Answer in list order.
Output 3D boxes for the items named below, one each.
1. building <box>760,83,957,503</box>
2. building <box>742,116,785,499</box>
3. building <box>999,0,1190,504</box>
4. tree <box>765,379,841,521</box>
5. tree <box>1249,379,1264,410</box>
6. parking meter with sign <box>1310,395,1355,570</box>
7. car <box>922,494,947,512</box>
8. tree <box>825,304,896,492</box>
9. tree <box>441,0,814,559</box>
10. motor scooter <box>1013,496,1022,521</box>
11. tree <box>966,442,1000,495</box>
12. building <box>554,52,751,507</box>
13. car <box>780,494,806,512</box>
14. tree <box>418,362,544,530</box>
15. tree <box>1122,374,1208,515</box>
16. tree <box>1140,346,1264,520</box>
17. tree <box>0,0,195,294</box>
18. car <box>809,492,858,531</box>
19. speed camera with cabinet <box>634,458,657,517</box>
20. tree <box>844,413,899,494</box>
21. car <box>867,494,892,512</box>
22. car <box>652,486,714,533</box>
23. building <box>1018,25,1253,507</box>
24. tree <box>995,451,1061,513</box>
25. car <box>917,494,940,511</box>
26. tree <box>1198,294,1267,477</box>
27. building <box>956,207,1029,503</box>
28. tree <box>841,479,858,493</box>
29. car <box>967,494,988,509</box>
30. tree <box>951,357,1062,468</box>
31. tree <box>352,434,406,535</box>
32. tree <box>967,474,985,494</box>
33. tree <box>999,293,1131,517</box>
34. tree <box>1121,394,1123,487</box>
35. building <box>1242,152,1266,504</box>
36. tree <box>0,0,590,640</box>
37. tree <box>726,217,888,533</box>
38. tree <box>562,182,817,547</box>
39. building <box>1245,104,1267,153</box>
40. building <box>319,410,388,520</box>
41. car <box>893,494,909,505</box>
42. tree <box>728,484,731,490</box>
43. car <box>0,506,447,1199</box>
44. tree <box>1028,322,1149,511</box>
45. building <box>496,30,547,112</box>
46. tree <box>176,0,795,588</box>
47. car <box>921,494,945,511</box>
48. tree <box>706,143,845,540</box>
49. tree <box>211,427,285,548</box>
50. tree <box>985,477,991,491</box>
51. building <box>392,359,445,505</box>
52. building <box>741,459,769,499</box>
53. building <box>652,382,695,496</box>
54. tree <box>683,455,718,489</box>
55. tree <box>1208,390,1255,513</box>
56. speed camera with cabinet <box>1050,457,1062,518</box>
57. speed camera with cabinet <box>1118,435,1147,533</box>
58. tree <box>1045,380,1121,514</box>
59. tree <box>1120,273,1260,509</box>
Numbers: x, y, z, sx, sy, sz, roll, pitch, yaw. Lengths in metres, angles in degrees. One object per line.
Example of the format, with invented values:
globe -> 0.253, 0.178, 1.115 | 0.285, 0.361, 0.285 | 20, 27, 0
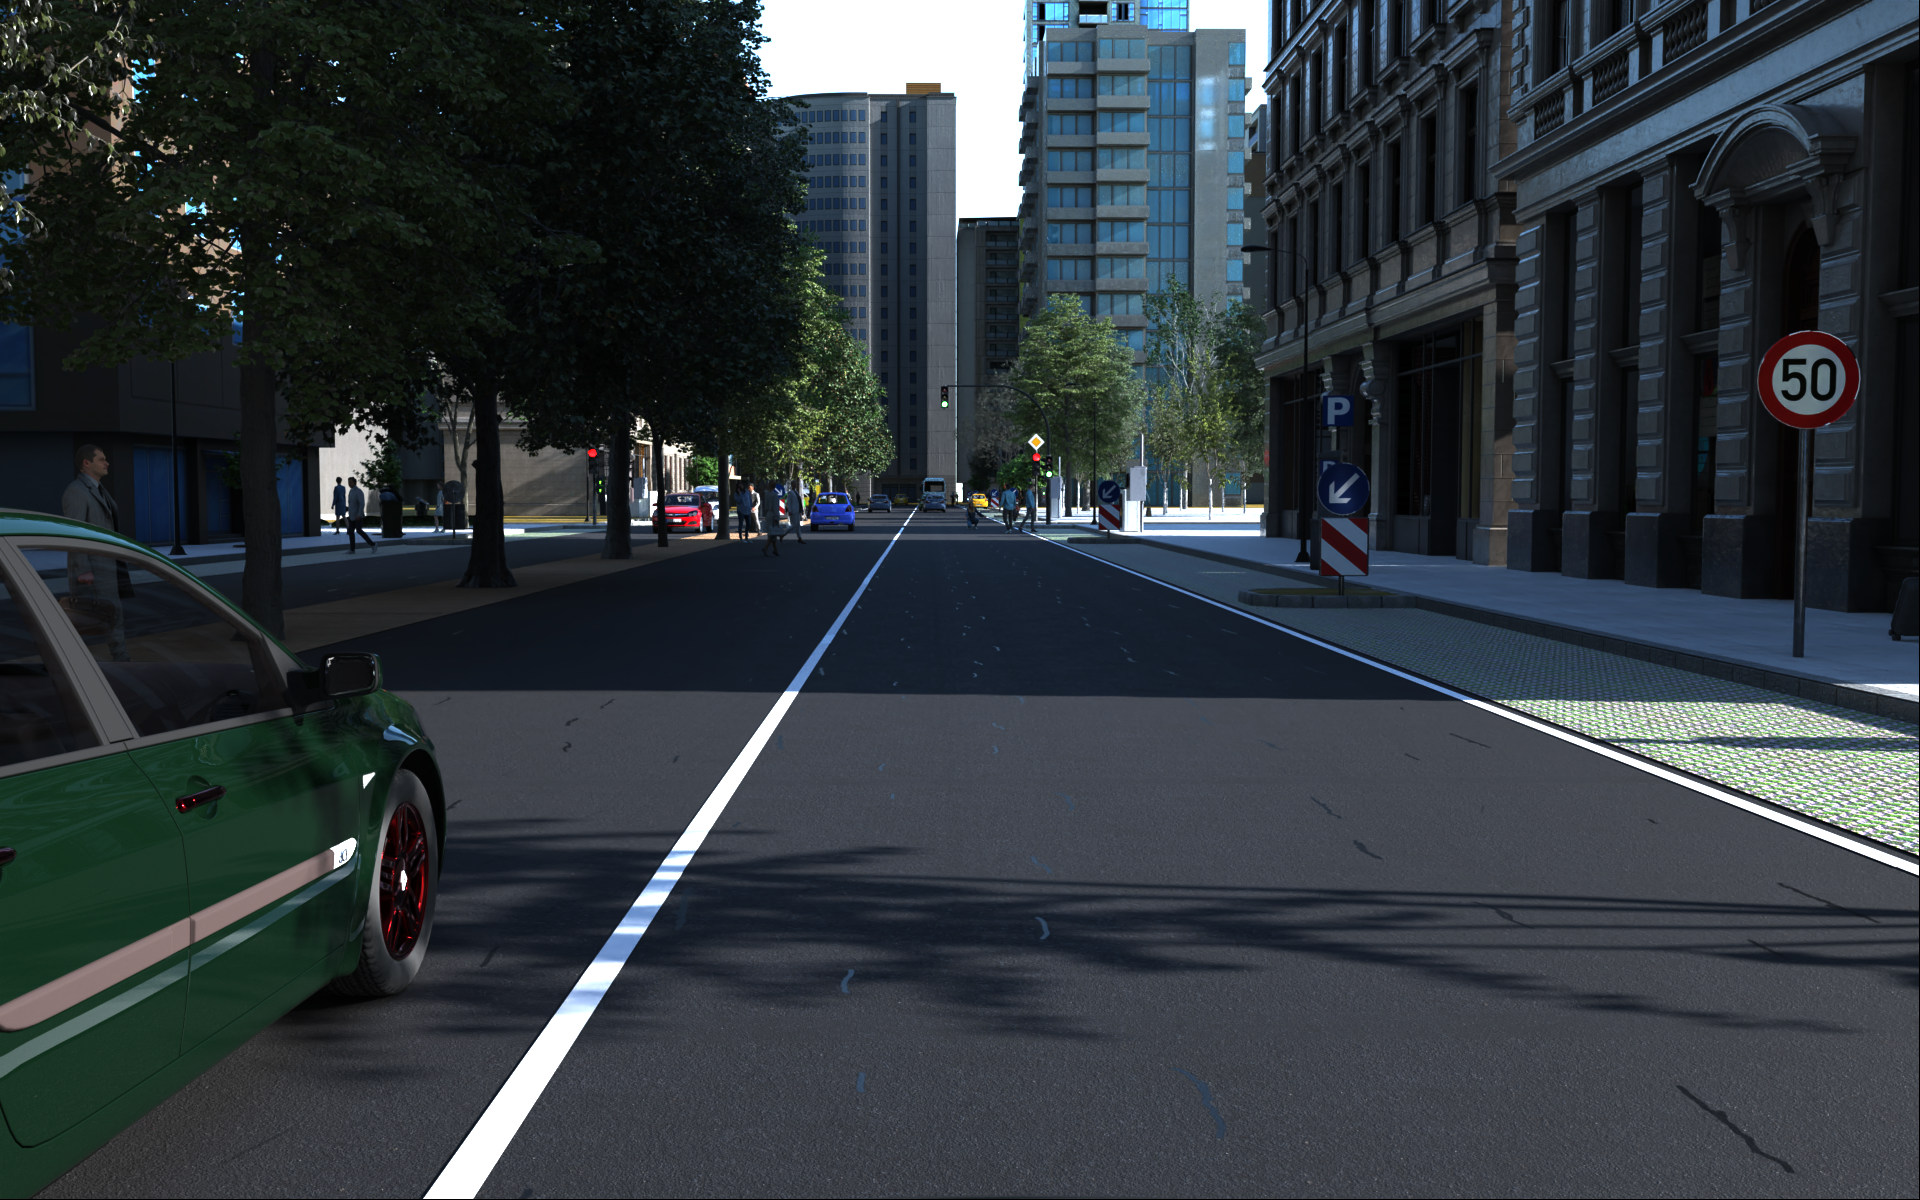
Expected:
building -> -14.751, -43.371, 251.119 | 28.212, 58.520, 21.231 | 0, 4, -1
building -> -33.265, -36.313, 217.426 | 21.600, 48.544, 21.300 | 0, 4, -1
building -> 16.570, -54.995, 211.834 | 22.319, 86.520, 31.000 | 0, 4, -1
tree -> -8.154, -7.936, 82.573 | 4.737, 8.622, 4.395 | 0, 3, 0
tree -> 25.662, -12.731, 133.910 | 9.928, 11.665, 9.643 | 0, 3, 0
parking meter with sign -> 6.398, -2.058, 29.906 | 0.543, 3.016, 1.738 | 1, 4, 21
car -> -1.991, -7.593, 136.144 | 2.014, 1.417, 4.499 | 0, 4, -1
tree -> -8.450, -10.490, 90.979 | 9.611, 12.733, 9.660 | 0, 3, 0
tree -> -7.549, -7.870, 37.786 | 9.857, 13.997, 8.962 | 0, 3, 0
motor scooter -> 2.884, -4.812, 91.449 | 0.815, 1.314, 1.986 | 0, 4, 0
tree -> 2.998, -16.443, 219.210 | 4.360, 8.622, 3.978 | 0, 3, 0
building -> -32.007, -31.441, 168.686 | 22.147, 44.769, 28.867 | 0, 4, -1
car -> -13.564, -8.059, 140.560 | 1.959, 1.807, 4.718 | 0, 4, 0
tree -> -18.015, -8.356, 62.380 | 9.928, 11.665, 9.643 | 0, 3, 0
tree -> 12.706, -9.587, 107.113 | 4.360, 8.622, 3.978 | 0, 3, 0
tree -> 12.209, -8.249, 85.226 | 4.737, 8.622, 4.395 | 0, 3, 0
tree -> -7.197, -3.560, 11.032 | 4.360, 8.622, 3.978 | 0, 3, 0
car -> -4.985, -3.569, 67.946 | 1.945, 1.707, 3.694 | 0, 4, -3
speed camera with cabinet -> -17.550, -6.256, 96.629 | 0.660, 3.252, 2.038 | 1, 4, 13
tree -> -9.039, -12.287, 137.759 | 8.767, 10.594, 7.601 | 0, 4, -1
car -> -6.331, -7.608, 136.395 | 2.014, 1.417, 4.499 | 0, 4, -1
car -> -10.301, -3.390, 64.462 | 2.155, 1.783, 4.494 | 0, 3, 0
building -> 17.635, -34.417, 182.322 | 23.786, 49.044, 30.456 | 0, 4, -1
tree -> 5.240, -8.292, 119.293 | 4.285, 4.588, 4.351 | 0, 3, 0
car -> -2.642, -8.464, 150.187 | 2.131, 1.459, 4.920 | 0, 4, -1
tree -> 18.243, -11.682, 97.661 | 9.857, 13.997, 8.962 | 0, 3, 0
building -> 6.468, -34.536, 248.261 | 14.086, 41.232, 14.154 | 0, 4, -1
tree -> -9.309, -10.856, 130.319 | 4.737, 8.622, 4.395 | 0, 3, 0
car -> 1.701, -9.416, 164.173 | 2.015, 1.641, 3.980 | 0, 4, -2
tree -> 4.472, -14.899, 153.962 | 12.009, 13.543, 11.850 | 0, 3, 0
tree -> -17.878, -3.648, 54.244 | 1.663, 3.219, 1.824 | 0, 3, 0
tree -> 2.592, -15.258, 233.180 | 4.285, 4.588, 4.351 | 0, 3, 0
tree -> 5.876, -11.027, 98.424 | 7.486, 12.596, 7.792 | 0, 3, 0
tree -> 10.962, -10.460, 121.384 | 4.360, 8.622, 3.978 | 0, 3, 0
building -> 35.956, -35.004, 222.432 | 14.200, 45.320, 14.600 | 0, 4, -1
tree -> -6.918, -5.893, 16.930 | 7.486, 12.596, 7.792 | 0, 3, 0
tree -> -7.666, -8.311, 64.089 | 9.928, 11.665, 9.643 | 0, 3, 0
tree -> -7.985, -6.717, 46.695 | 8.767, 10.594, 7.601 | 0, 4, -1
building -> 56.495, -43.469, 252.721 | 28.212, 58.520, 21.231 | 0, 4, -1
building -> -46.326, -16.428, 87.671 | 30.058, 24.678, 14.314 | 0, 4, -1
car -> -7.460, -12.777, 219.125 | 2.015, 1.641, 3.980 | 0, 4, -3
tree -> -18.663, -8.668, 136.322 | 1.663, 3.219, 1.824 | 0, 3, 0
car -> -2.427, 0.370, 3.744 | 2.009, 1.686, 4.222 | 0, 4, 0
tree -> 9.448, -13.646, 129.767 | 9.857, 13.997, 8.962 | 0, 3, 0
building -> -59.016, -57.251, 248.722 | 31.000, 86.520, 22.319 | 0, 4, -1
tree -> -7.250, -6.540, 26.399 | 9.611, 12.733, 9.660 | 0, 3, 0
car -> -2.239, -8.245, 144.597 | 2.009, 1.686, 4.222 | 0, 4, 0
tree -> -7.525, -8.177, 54.273 | 7.486, 12.596, 7.792 | 0, 3, 0
tree -> -17.018, -2.899, 42.000 | 1.663, 3.219, 1.824 | 0, 3, 0
tree -> 4.660, -9.398, 137.375 | 4.285, 4.588, 4.351 | 0, 3, 0
building -> -70.059, -31.796, 211.745 | 23.993, 40.220, 32.217 | 0, 4, -1
building -> -28.473, -25.623, 190.643 | 14.160, 30.474, 14.107 | 0, 4, -1
building -> -26.824, -18.112, 132.295 | 11.583, 22.565, 21.152 | 0, 4, -1
tree -> -18.945, -8.887, 129.022 | 4.285, 4.588, 4.351 | 0, 3, 0
tree -> 18.511, -10.446, 121.156 | 4.360, 8.622, 3.978 | 0, 3, 0
speed camera with cabinet -> 5.129, -6.003, 92.480 | 0.660, 3.252, 2.038 | 0, 4, 5
speed camera with cabinet -> 5.786, -3.910, 58.261 | 0.660, 3.252, 2.038 | 0, 4, -5
tree -> 7.911, -9.898, 112.194 | 4.360, 8.622, 3.978 | 0, 3, 0
tree -> 19.495, -17.789, 146.746 | 12.611, 20.169, 13.585 | 0, 3, 0
